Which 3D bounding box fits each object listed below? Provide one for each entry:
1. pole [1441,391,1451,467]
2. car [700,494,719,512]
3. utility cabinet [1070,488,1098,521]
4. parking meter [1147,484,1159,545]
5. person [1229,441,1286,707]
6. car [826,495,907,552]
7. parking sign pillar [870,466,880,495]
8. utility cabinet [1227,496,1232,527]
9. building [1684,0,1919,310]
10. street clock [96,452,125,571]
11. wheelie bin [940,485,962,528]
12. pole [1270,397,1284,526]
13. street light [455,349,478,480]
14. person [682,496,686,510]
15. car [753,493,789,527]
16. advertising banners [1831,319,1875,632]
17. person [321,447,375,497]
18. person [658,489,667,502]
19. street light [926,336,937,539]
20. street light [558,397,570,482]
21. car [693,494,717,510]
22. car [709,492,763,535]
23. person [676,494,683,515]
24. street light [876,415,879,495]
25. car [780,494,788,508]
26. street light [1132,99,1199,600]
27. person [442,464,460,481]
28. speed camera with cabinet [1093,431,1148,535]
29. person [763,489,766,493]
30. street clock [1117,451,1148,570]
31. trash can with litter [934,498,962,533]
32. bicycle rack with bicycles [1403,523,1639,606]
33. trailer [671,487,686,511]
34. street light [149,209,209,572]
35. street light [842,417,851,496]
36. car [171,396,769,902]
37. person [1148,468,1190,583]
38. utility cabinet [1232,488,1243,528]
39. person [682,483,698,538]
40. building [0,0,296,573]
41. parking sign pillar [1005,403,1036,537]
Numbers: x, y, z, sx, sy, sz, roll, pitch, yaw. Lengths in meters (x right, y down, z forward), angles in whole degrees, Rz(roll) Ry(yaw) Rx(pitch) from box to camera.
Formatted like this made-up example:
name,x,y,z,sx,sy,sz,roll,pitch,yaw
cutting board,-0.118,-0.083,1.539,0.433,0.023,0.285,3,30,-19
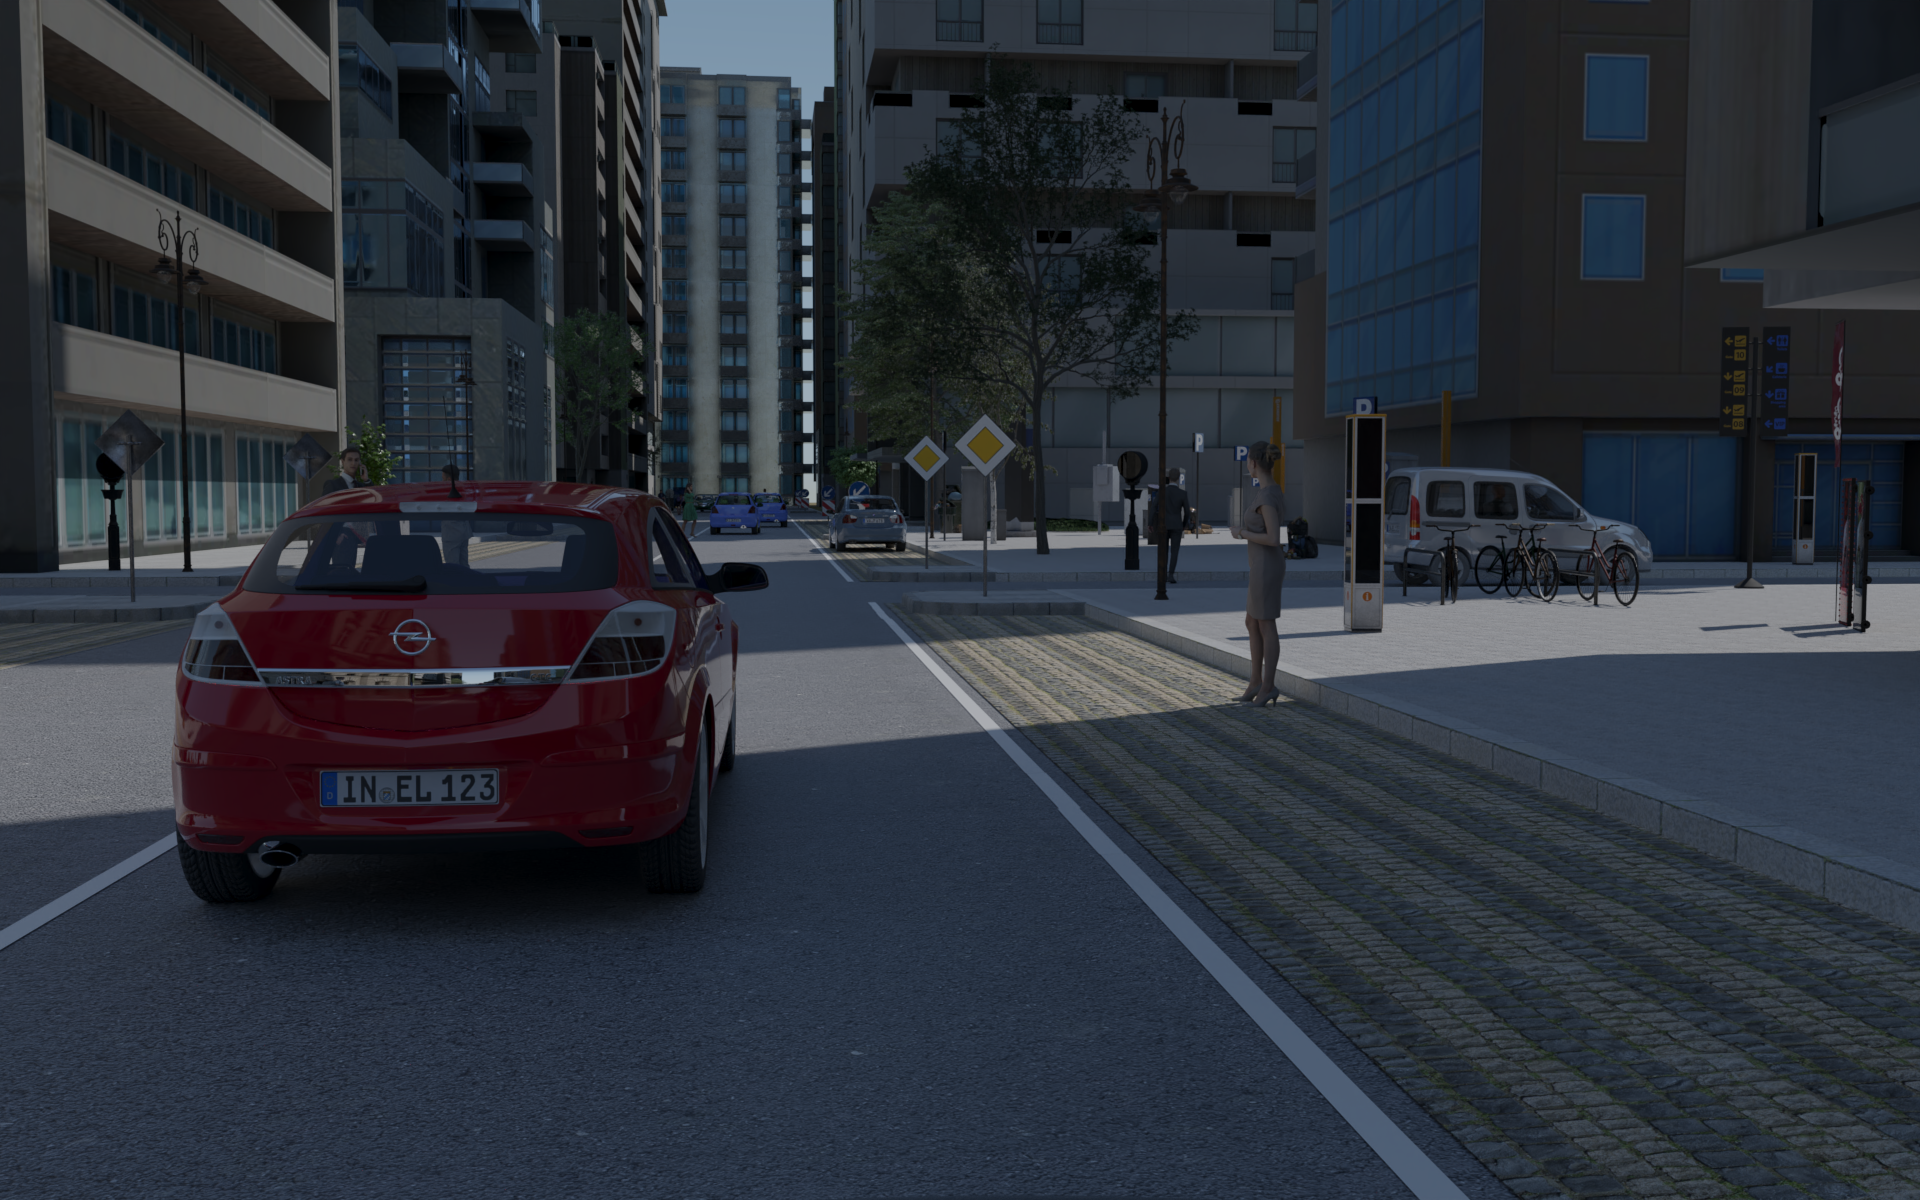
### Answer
name,x,y,z,sx,sy,sz,roll,pitch,yaw
pole,9.591,-2.470,34.232,0.158,3.312,0.155,0,3,0
car,-20.318,-7.944,141.680,2.131,1.459,4.920,0,4,-7
utility cabinet,4.681,-3.458,65.216,1.173,1.500,0.318,3,5,44
parking meter,4.919,-2.158,43.697,0.372,1.533,0.369,0,3,0
person,1.990,-0.168,11.590,0.374,1.781,0.599,1,4,11
car,-2.382,-1.967,44.159,2.014,1.417,4.499,0,4,-8
parking sign pillar,-5.103,-7.035,103.497,1.447,3.967,1.447,-1,4,-10
utility cabinet,10.859,-3.406,66.844,1.020,1.237,0.306,-1,4,-11
building,11.798,-19.808,7.458,14.154,41.232,14.086,0,4,-6
street clock,-14.188,-1.495,29.009,0.471,2.002,0.358,-2,4,-25
wheelie bin,-0.254,-3.077,58.212,0.693,1.594,0.980,-3,5,-42
pole,6.647,-2.602,36.383,0.158,3.312,0.155,0,3,0
street light,-15.740,-5.049,55.343,0.468,5.910,1.993,0,4,-6
person,-19.044,-6.608,119.725,0.799,1.438,0.628,3,5,42
car,-8.414,-4.034,75.552,1.945,1.707,3.694,0,4,-8
advertising banners,8.666,-1.264,16.862,0.090,3.025,2.074,1,4,18
person,-6.117,-0.584,17.411,0.474,1.900,0.648,1,4,9
person,-21.419,-7.093,124.913,0.683,1.767,0.568,-3,4,-36
street light,-0.808,-4.707,49.745,0.468,5.910,1.993,0,4,-6
street light,-18.765,-6.697,82.283,0.468,5.910,1.993,0,4,-6
car,-20.047,-7.571,135.582,2.131,1.459,4.920,0,4,-7
car,-8.060,-3.222,62.277,1.945,1.707,3.694,0,4,-5
person,-19.061,-6.484,117.752,0.421,1.427,0.697,-2,4,-31
street light,-3.708,-6.383,77.155,0.468,5.910,1.993,0,4,-6
car,-9.814,-4.904,88.969,1.959,1.807,4.718,0,4,-7
street light,2.447,-2.940,20.860,0.468,5.910,1.993,0,4,-6
person,-6.346,-0.789,21.574,0.466,1.800,0.511,0,4,6
speed camera with cabinet,5.202,-3.653,54.067,2.038,3.252,0.660,2,4,28
person,-13.723,-6.918,121.629,0.705,1.821,1.348,-1,4,-23
street clock,2.908,-1.507,29.214,0.471,2.002,0.358,2,4,35
trash can with litter,-0.280,-2.761,56.536,1.055,1.170,0.624,-3,5,-41
bicycle rack with bicycles,6.592,-0.465,20.987,2.852,0.926,2.925,0,4,2
trailer,-23.328,-8.376,143.999,1.471,1.999,3.904,0,4,-7
street light,-12.743,-3.401,28.401,0.468,5.910,1.993,0,4,-6
street light,-6.804,-8.031,104.087,0.468,5.910,1.993,0,4,-6
car,-1.933,0.087,7.625,2.155,1.783,4.494,0,4,-5
person,3.395,-1.204,27.958,0.659,1.850,0.755,1,4,13
utility cabinet,10.810,-3.441,64.947,1.173,1.500,0.318,0,4,-7
person,-8.836,-2.920,56.489,0.529,1.795,0.600,1,4,9
building,-26.674,-25.205,35.801,21.300,48.544,21.600,0,4,-6
parking sign pillar,1.771,-3.871,51.769,1.447,3.967,1.447,-1,4,-21
